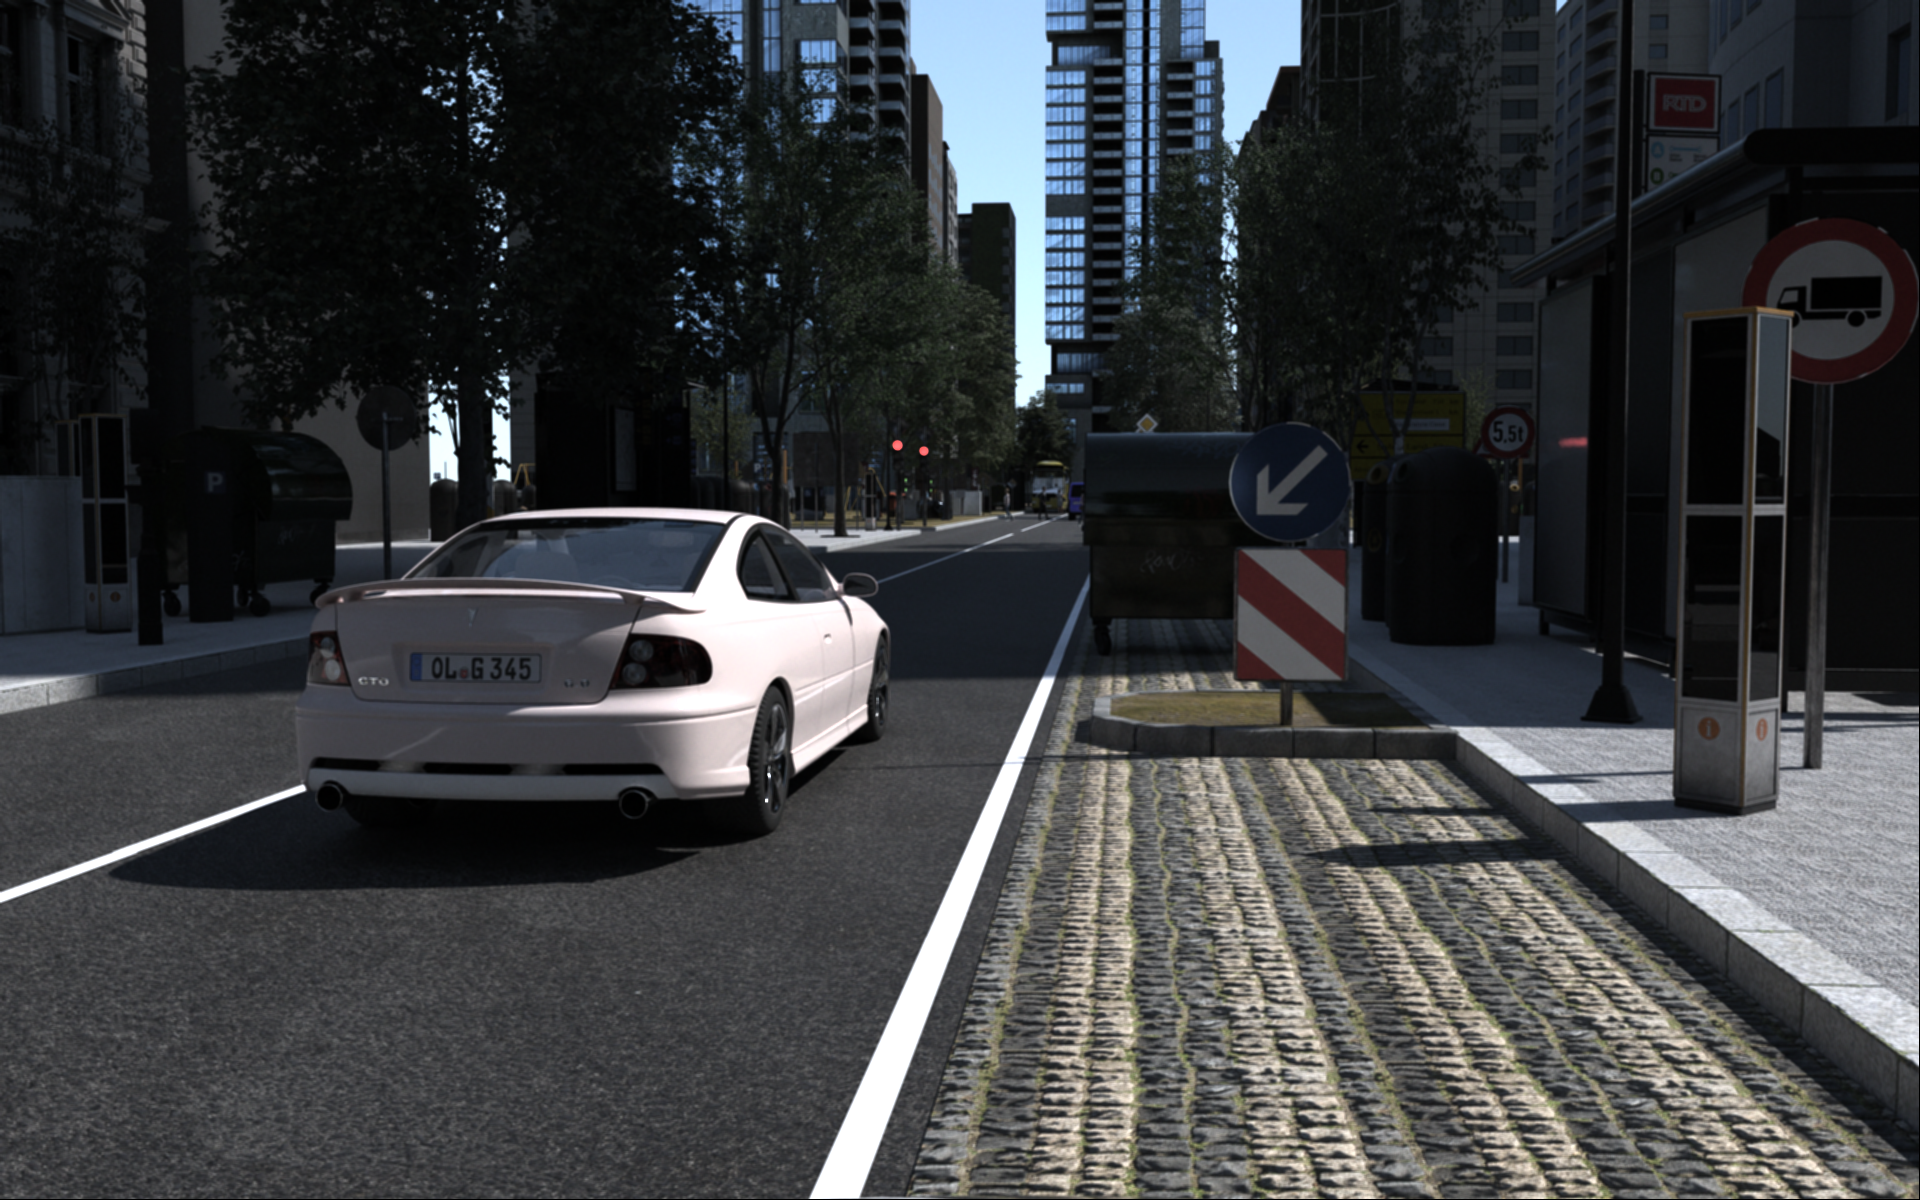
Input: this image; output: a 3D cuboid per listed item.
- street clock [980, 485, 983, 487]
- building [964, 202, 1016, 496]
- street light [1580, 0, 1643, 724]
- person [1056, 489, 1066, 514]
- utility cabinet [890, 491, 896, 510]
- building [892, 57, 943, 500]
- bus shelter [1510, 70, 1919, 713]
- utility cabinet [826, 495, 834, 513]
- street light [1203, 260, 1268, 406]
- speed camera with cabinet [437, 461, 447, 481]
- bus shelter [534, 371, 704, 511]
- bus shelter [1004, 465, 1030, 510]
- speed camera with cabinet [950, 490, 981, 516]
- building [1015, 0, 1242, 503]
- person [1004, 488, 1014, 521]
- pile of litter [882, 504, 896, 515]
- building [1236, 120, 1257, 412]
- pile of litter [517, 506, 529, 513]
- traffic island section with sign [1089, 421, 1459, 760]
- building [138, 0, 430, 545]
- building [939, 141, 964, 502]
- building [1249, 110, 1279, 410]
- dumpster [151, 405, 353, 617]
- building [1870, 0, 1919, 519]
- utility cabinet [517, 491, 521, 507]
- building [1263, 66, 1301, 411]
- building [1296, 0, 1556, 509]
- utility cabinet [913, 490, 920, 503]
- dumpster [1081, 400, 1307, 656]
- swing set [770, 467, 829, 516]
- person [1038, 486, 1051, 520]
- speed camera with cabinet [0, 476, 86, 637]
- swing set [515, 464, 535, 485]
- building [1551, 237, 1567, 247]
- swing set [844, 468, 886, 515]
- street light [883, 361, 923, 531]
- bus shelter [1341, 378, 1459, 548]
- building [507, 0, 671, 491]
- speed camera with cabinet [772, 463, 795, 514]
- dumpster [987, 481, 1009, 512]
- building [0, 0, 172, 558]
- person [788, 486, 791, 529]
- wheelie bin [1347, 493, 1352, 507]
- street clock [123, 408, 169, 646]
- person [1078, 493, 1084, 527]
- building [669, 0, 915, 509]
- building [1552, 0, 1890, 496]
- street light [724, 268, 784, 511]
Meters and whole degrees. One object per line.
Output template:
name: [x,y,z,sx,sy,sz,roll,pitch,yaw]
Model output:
street clock: [1.767,-8.131,137.518,0.358,2.002,0.471,-1,4,-8]
building: [0.615,-34.361,245.396,14.086,41.232,14.154,0,4,5]
street light: [3.164,-2.274,9.714,1.470,5.913,1.316,0,4,5]
person: [7.298,-7.103,124.990,0.716,1.782,0.532,0,4,8]
utility cabinet: [-4.340,-6.489,114.771,0.318,1.500,1.173,-2,4,-25]
building: [-9.409,-32.566,182.561,14.600,45.320,14.200,0,4,5]
bus shelter: [5.961,-2.236,14.189,2.179,5.291,8.768,0,4,5]
utility cabinet: [-8.665,-6.529,117.909,1.020,1.237,0.306,2,4,35]
street light: [5.509,-3.782,34.377,1.470,5.913,1.316,0,4,5]
speed camera with cabinet: [-30.595,-6.758,104.822,0.660,3.252,2.038,3,5,43]
bus shelter: [-6.573,-2.629,34.274,1.731,3.624,6.357,0,4,6]
bus shelter: [4.648,-9.150,140.879,1.731,3.624,6.357,0,4,5]
speed camera with cabinet: [0.222,-6.616,102.504,2.038,3.252,0.660,1,4,9]
building: [24.059,-57.090,246.096,31.000,86.520,22.319,0,4,5]
person: [2.593,-5.059,91.886,0.598,1.740,0.731,-1,4,-17]
pile of litter: [-4.343,-5.733,107.701,1.719,0.858,1.176,1,4,15]
building: [53.452,-40.247,247.277,27.495,52.752,28.713,0,4,5]
pile of litter: [-15.437,-2.904,61.437,1.719,0.858,1.176,-1,4,-13]
traffic island section with sign: [1.776,-0.101,10.288,1.989,1.847,2.006,0,4,5]
building: [-27.373,-15.325,44.064,24.014,27.812,14.314,0,4,5]
building: [-7.540,-31.760,202.874,14.086,41.232,14.154,0,4,5]
building: [40.523,-33.490,197.669,14.600,45.320,14.200,0,4,5]
dumpster: [-7.737,-0.999,18.829,1.502,2.255,1.985,0,4,5]
building: [25.918,-29.941,31.535,21.231,58.520,28.212,0,4,5]
utility cabinet: [-28.983,-6.384,113.054,1.173,1.500,0.318,2,4,29]
building: [42.452,-31.865,175.610,22.147,44.769,28.867,0,4,5]
building: [38.642,-43.554,150.360,20.563,71.187,20.611,0,4,5]
utility cabinet: [-2.449,-5.394,96.864,0.318,1.500,1.173,0,4,-7]
dumpster: [2.087,-0.653,15.634,1.985,2.255,1.502,0,4,5]
swing set: [-9.756,-6.374,101.841,3.119,2.851,2.862,3,4,36]
person: [4.636,-5.321,95.269,0.755,1.850,0.659,3,4,37]
speed camera with cabinet: [-8.874,-1.294,15.493,0.660,3.252,2.038,1,4,22]
swing set: [-21.769,-5.657,90.105,3.119,2.851,2.862,2,4,26]
building: [60.383,-25.994,196.711,14.107,30.474,14.160,0,4,5]
swing set: [-5.570,-6.407,102.368,2.862,2.851,3.119,1,4,11]
street light: [-1.979,-5.385,60.586,1.470,5.913,1.316,0,4,5]
bus shelter: [9.532,-2.854,37.952,1.731,3.624,6.357,0,4,6]
building: [-39.312,-46.694,201.692,20.611,71.187,20.563,0,4,5]
speed camera with cabinet: [-11.000,-7.038,109.406,0.660,3.252,2.038,3,5,42]
dumpster: [2.774,-7.627,127.194,1.502,2.255,1.985,0,4,5]
building: [-22.185,-12.069,26.200,11.050,23.489,19.941,0,4,5]
person: [-6.603,-3.457,65.205,0.511,1.800,0.466,3,4,36]
wheelie bin: [12.833,-3.102,58.619,0.980,1.594,0.693,-2,4,-33]
street clock: [-6.908,-0.621,14.724,0.358,2.002,0.471,-2,4,-26]
person: [5.416,-4.049,75.299,0.593,1.750,0.643,-2,4,-26]
building: [-15.177,-51.775,159.190,22.319,86.520,31.000,0,4,5]
building: [81.593,-39.629,189.933,28.212,58.520,21.231,0,4,5]
street light: [-4.310,-3.867,35.768,1.470,5.913,1.316,0,4,5]
